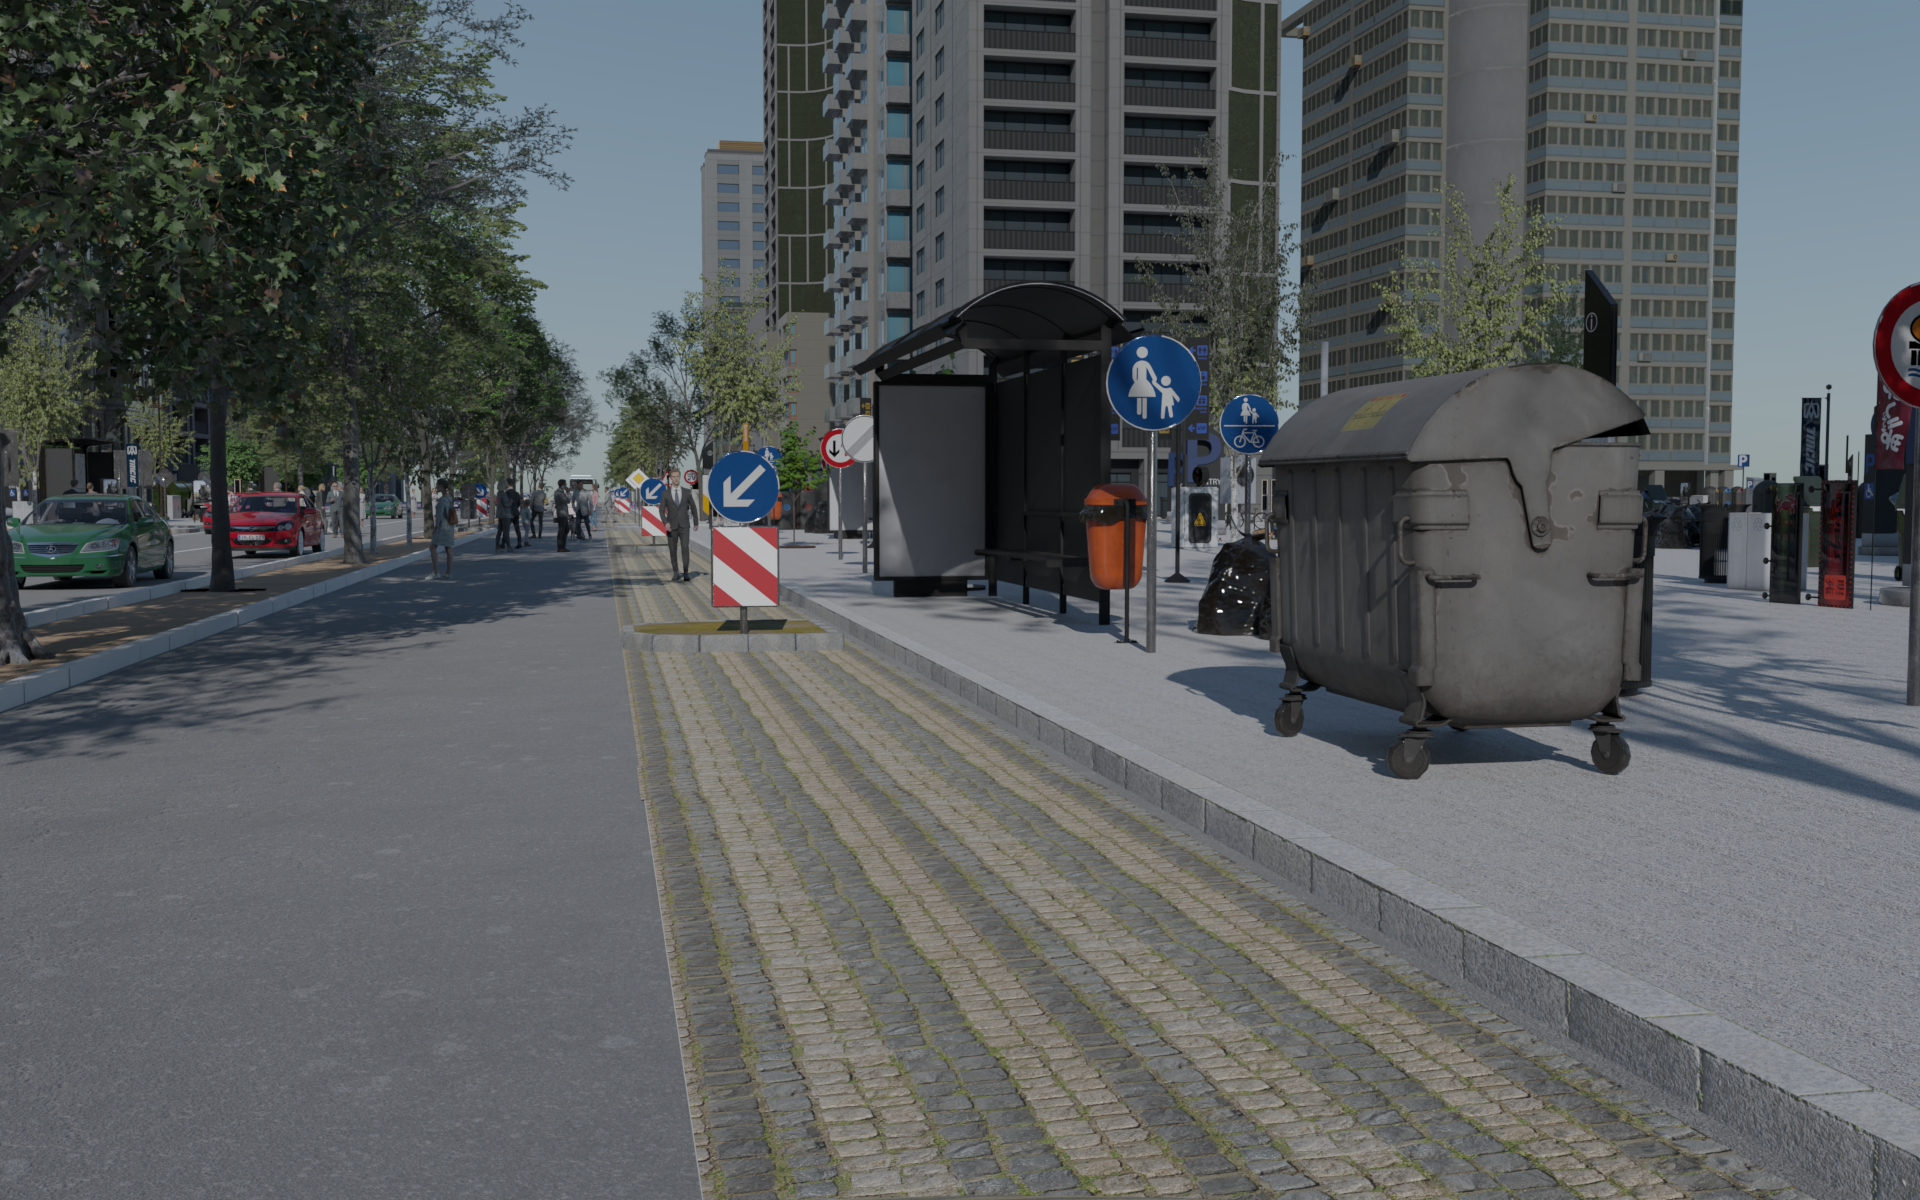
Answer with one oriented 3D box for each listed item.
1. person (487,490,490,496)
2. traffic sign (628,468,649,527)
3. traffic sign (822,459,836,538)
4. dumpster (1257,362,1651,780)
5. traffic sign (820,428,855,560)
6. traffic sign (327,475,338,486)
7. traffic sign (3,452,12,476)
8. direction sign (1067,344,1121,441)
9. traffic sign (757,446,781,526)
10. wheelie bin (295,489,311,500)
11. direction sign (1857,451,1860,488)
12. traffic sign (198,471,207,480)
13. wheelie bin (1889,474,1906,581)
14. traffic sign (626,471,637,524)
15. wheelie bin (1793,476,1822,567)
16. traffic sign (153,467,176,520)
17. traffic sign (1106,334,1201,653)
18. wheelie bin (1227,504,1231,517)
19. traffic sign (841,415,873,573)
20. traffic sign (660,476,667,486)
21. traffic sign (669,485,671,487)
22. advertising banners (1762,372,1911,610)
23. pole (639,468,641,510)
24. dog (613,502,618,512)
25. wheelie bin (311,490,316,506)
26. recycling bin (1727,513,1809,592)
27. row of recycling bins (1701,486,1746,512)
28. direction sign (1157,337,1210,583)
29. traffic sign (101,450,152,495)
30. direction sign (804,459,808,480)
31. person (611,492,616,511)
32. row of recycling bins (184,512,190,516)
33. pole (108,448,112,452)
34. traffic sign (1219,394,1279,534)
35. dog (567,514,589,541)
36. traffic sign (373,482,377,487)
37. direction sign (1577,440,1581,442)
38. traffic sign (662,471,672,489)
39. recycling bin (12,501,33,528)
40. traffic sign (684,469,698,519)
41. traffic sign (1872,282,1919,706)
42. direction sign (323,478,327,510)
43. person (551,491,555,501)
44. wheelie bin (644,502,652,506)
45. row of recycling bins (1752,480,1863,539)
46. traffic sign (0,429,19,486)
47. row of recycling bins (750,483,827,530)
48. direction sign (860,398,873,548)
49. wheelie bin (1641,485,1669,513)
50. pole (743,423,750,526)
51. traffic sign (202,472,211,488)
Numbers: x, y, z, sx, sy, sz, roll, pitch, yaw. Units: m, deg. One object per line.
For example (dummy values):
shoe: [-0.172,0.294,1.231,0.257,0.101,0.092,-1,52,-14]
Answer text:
person: [-39.734,-8.425,146.648,0.661,1.777,0.834,-3,5,-44]
traffic sign: [-12.524,-3.909,67.561,0.795,2.450,0.064,-1,4,-12]
traffic sign: [-3.622,-3.060,50.137,0.768,2.556,0.104,-1,4,-10]
dumpster: [2.376,-0.168,8.510,1.264,1.857,1.865,-1,4,-12]
traffic sign: [-2.332,-2.056,33.728,0.768,2.556,0.104,0,4,-6]
traffic sign: [-42.877,-7.248,118.513,0.884,2.594,0.081,0,4,-3]
traffic sign: [-28.745,-3.162,51.808,0.768,2.556,0.104,0,4,-4]
direction sign: [1.900,-2.039,25.336,0.876,3.537,0.379,0,4,2]
traffic sign: [-5.073,-2.809,46.040,0.768,2.556,0.104,0,4,-5]
wheelie bin: [-46.117,-6.913,120.933,0.693,1.594,0.980,3,5,40]
direction sign: [47.763,-6.124,92.131,0.379,3.537,0.876,2,4,25]
traffic sign: [-41.979,-5.886,96.341,0.768,2.556,0.104,-1,4,-9]
wheelie bin: [14.155,-1.072,25.428,0.693,1.594,0.980,-3,5,-41]
traffic sign: [-14.149,-4.388,75.380,0.795,2.450,0.064,-1,4,-12]
wheelie bin: [14.868,-1.381,30.494,0.980,1.594,0.693,-2,4,-23]
traffic sign: [-29.413,-3.697,64.086,0.795,2.450,0.064,-1,4,-12]
traffic sign: [1.546,-0.846,13.938,0.768,2.556,0.104,0,4,-3]
wheelie bin: [12.998,-4.582,82.821,0.980,1.594,0.693,1,4,14]
traffic sign: [-1.540,-1.708,28.031,0.768,2.556,0.104,0,4,-6]
traffic sign: [-19.173,-6.773,110.737,0.884,2.594,0.081,0,4,-4]
traffic sign: [-20.834,-7.665,125.322,0.884,2.594,0.081,-1,4,-11]
advertising banners: [9.878,-1.426,19.496,0.090,3.025,2.074,-1,4,-18]
pole: [-25.338,-8.741,136.753,0.158,3.312,0.155,0,3,0]
dog: [-27.913,-7.565,140.523,0.513,0.831,0.800,-2,4,-23]
wheelie bin: [-53.612,-8.288,143.411,0.693,1.594,0.980,3,4,36]
recycling bin: [10.813,-0.651,23.194,0.722,1.027,0.722,-1,4,-21]
row of recycling bins: [40.277,-5.107,90.604,3.534,1.692,1.069,-1,4,-18]
direction sign: [3.158,-2.022,25.062,0.876,3.537,0.379,0,4,3]
traffic sign: [-38.654,-5.290,80.360,2.265,3.308,0.079,0,4,-3]
direction sign: [-9.866,-7.118,108.370,0.876,3.537,0.379,-3,5,-41]
person: [-28.797,-8.147,143.513,0.589,1.601,0.330,0,4,-7]
row of recycling bins: [-44.255,-5.770,101.455,1.069,1.692,3.534,0,4,7]
pole: [-37.846,-5.103,77.272,0.158,3.312,0.155,0,3,0]
traffic sign: [3.680,-1.348,22.144,0.768,2.556,0.104,0,4,-3]
dog: [-11.684,-2.228,53.260,0.800,0.831,0.513,0,4,0]
traffic sign: [-48.174,-8.675,141.945,0.768,2.556,0.104,-1,4,-8]
direction sign: [18.872,-3.689,52.308,0.876,3.537,0.379,-3,4,-36]
traffic sign: [-16.448,-5.956,97.378,0.884,2.594,0.081,0,4,-5]
recycling bin: [-32.371,-2.899,59.949,0.722,1.027,0.722,-2,4,-30]
traffic sign: [-13.855,-5.458,89.339,0.768,2.556,0.104,-1,4,-9]
traffic sign: [5.786,-0.631,10.429,0.768,2.556,0.104,-1,4,-10]
direction sign: [-52.566,-9.244,143.136,0.379,3.537,0.876,-1,4,-22]
person: [-49.767,-12.491,212.708,1.348,1.826,0.705,-3,4,-36]
wheelie bin: [-24.248,-7.768,134.916,0.693,1.594,0.980,-2,4,-35]
row of recycling bins: [25.087,-2.661,50.626,3.534,1.692,1.069,2,4,25]
traffic sign: [-30.609,-3.682,54.077,2.265,3.308,0.079,0,4,-8]
row of recycling bins: [-5.994,-3.370,62.217,3.534,1.692,1.069,-2,4,-32]
direction sign: [-2.039,-2.997,41.002,0.379,3.537,0.876,3,5,42]
wheelie bin: [23.414,-3.096,58.524,0.980,1.594,0.693,-1,4,-15]
pole: [-6.149,-3.426,49.857,0.158,3.312,0.155,0,3,0]
traffic sign: [-31.038,-4.175,71.905,0.795,2.450,0.064,-1,4,-12]
